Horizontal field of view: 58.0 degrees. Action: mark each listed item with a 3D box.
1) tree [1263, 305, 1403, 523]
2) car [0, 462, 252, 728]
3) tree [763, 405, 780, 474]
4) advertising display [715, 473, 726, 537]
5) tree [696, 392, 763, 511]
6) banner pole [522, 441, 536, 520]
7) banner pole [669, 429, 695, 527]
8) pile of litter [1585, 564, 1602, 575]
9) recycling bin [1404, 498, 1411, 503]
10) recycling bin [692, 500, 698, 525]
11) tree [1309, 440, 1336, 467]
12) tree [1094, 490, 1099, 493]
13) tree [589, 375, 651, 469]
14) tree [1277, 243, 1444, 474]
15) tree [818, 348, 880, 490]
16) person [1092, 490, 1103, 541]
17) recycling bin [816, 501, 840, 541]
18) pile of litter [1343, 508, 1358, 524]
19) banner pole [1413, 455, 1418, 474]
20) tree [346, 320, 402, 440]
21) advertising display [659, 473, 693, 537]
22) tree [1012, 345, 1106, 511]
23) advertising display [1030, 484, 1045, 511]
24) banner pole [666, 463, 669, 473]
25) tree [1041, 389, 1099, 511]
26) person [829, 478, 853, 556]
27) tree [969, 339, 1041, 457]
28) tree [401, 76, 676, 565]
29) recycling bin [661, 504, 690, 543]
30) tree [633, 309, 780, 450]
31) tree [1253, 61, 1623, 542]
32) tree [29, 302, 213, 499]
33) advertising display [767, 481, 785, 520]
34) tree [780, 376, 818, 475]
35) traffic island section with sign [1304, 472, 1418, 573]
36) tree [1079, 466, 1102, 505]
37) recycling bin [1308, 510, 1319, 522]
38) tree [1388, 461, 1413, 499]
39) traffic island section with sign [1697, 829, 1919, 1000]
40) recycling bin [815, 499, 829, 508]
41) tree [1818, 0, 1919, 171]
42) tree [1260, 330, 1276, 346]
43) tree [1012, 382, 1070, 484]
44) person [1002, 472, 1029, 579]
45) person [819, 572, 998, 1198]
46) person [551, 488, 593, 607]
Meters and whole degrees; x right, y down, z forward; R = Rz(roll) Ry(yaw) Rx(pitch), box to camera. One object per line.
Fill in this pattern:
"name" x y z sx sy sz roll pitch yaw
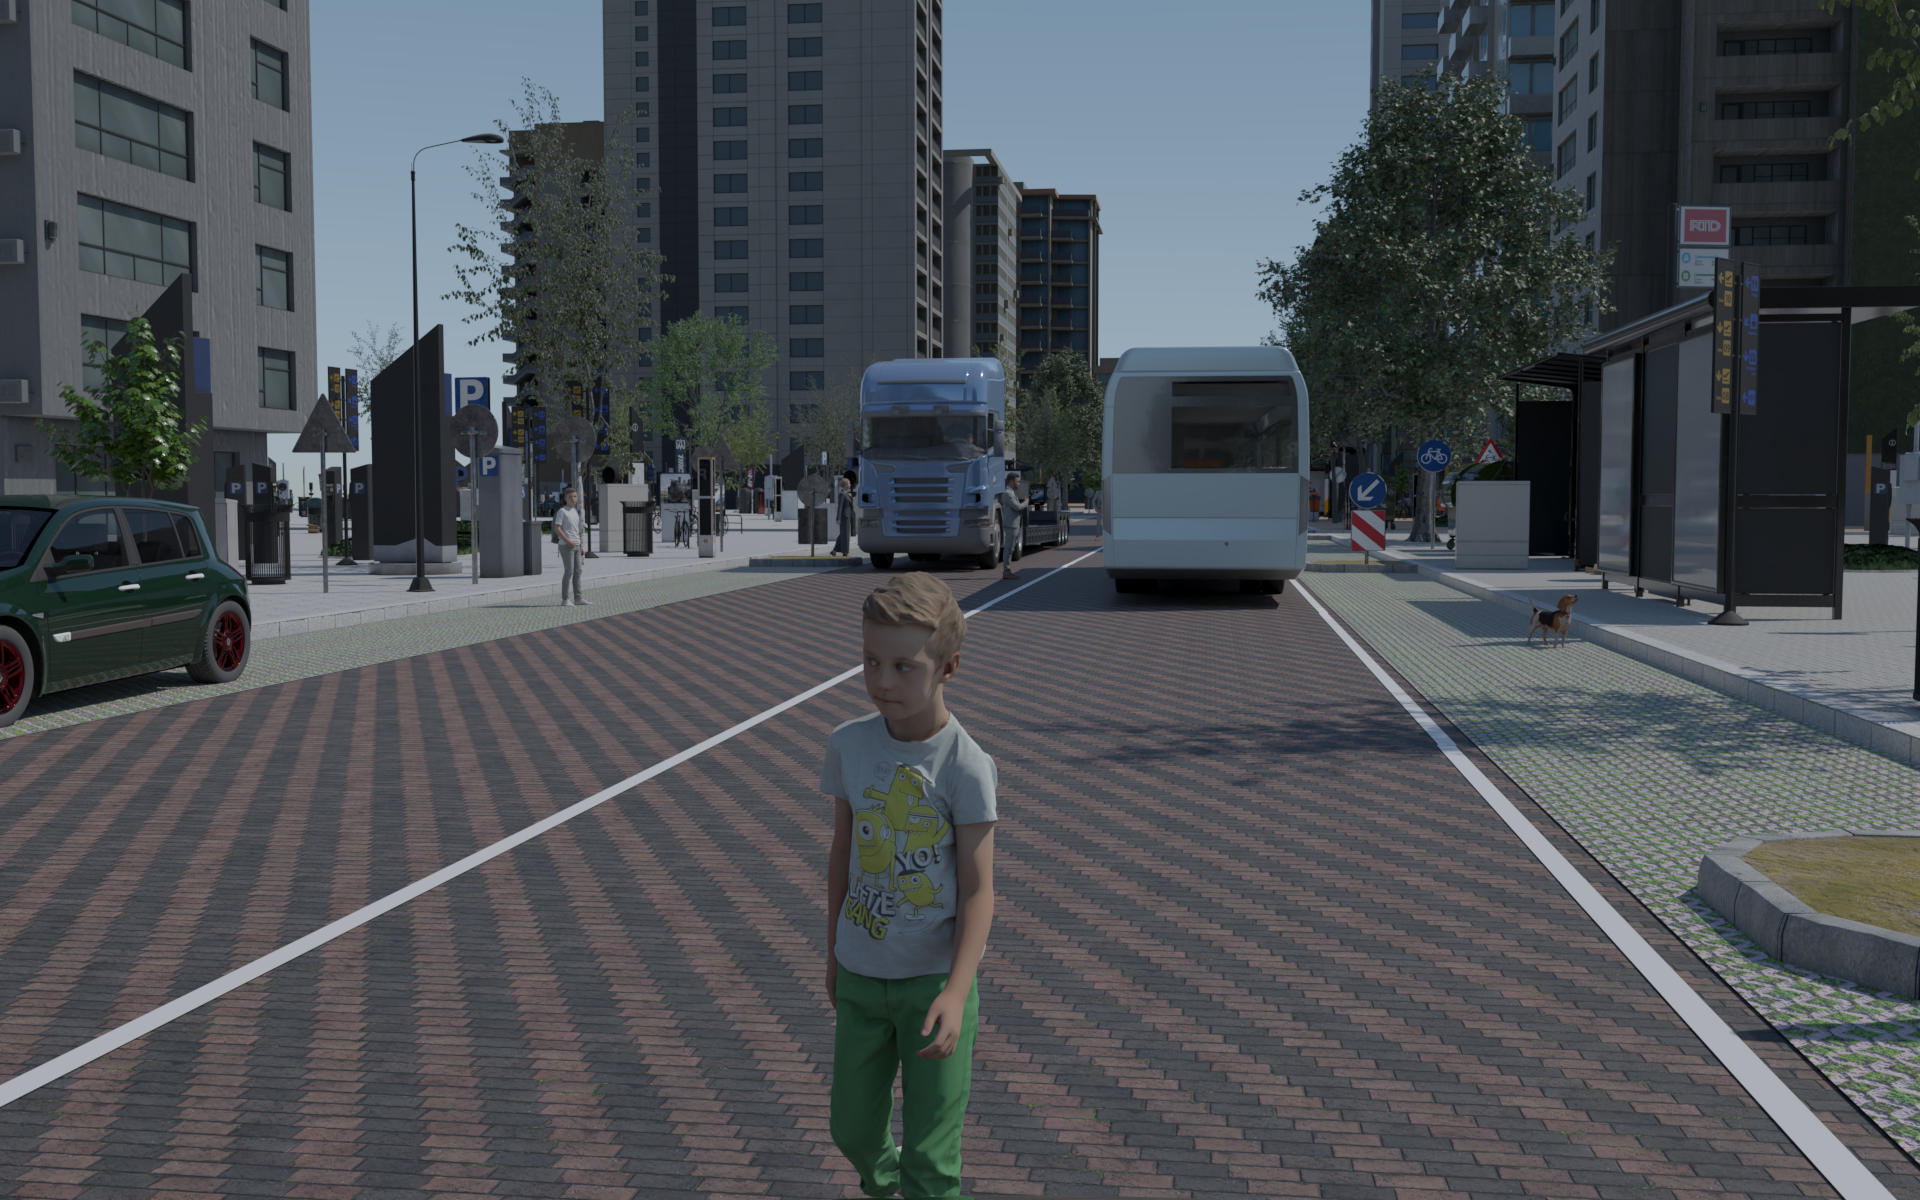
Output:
"tree" 16.615 -8.674 76.228 8.767 10.594 7.601 1 4 12
"car" -6.510 -0.123 11.797 2.009 1.686 4.222 0 4 7
"tree" -15.885 -11.143 132.557 4.737 8.622 4.395 0 3 0
"advertising display" -7.385 -2.870 52.135 0.123 1.923 0.974 2 4 27
"tree" -17.440 -10.669 124.807 4.737 8.622 4.395 0 3 0
"banner pole" -17.825 -5.027 72.216 0.401 3.779 0.863 -3 4 -39
"banner pole" -10.579 -4.683 66.578 0.863 3.779 0.401 -2 4 -33
"pile of litter" 10.637 -0.827 27.488 1.176 0.858 1.719 0 4 1
"recycling bin" 29.776 -6.343 116.257 0.722 1.027 0.722 -1 4 -12
"recycling bin" -11.407 -3.720 73.371 0.722 1.027 0.722 1 4 18
"tree" 21.085 -9.547 106.455 4.737 8.622 4.395 0 3 0
"tree" 12.863 -10.657 168.841 1.663 3.219 1.824 0 3 0
"tree" -20.725 -9.531 106.199 4.737 8.622 4.395 0 3 0
"tree" 15.919 -8.704 68.073 9.928 11.665 9.643 0 3 0
"tree" -4.868 -8.438 88.316 4.360 8.622 3.978 0 3 0
"person" 4.415 -2.742 53.433 0.635 1.810 0.391 -1 4 -15
"recycling bin" -3.417 -2.122 47.245 0.722 1.027 0.722 1 4 10
"pile of litter" 16.907 -3.664 73.868 1.176 0.858 1.719 1 4 9
"banner pole" 29.553 -7.480 112.319 0.863 3.779 0.401 -2 4 -35
"tree" -24.009 -7.529 73.463 4.360 8.622 3.978 0 3 0
"advertising display" -8.506 -2.853 51.861 0.974 1.923 0.123 0 4 -3
"tree" 8.166 -13.254 133.713 9.611 12.733 9.660 0 3 0
"advertising display" 4.791 -6.232 107.107 0.974 1.923 0.123 2 4 31
"banner pole" -23.113 -9.038 137.785 0.863 3.779 0.401 -2 4 -33
"tree" 6.886 -10.422 120.765 4.737 8.622 4.395 0 3 0
"person" -2.579 -1.776 37.958 0.534 1.772 0.576 -1 4 -15
"tree" 1.392 -8.071 82.326 4.737 8.622 4.395 0 3 0
"tree" -6.893 -4.917 30.761 4.360 8.622 3.978 0 3 0
"recycling bin" -7.592 -2.054 46.130 0.722 1.027 0.722 -1 4 -11
"tree" -14.136 -10.426 96.217 9.928 11.665 9.643 0 3 0
"tree" 12.507 -7.895 46.095 9.611 12.733 9.660 0 3 0
"tree" -8.079 -1.389 17.309 1.663 3.219 1.824 0 3 0
"advertising display" -9.264 -5.016 87.224 0.974 1.923 0.123 1 4 17
"tree" -8.415 -9.403 104.096 4.360 8.622 3.978 0 3 0
"traffic island section with sign" 7.405 -1.442 32.207 1.989 1.847 2.006 1 4 8
"tree" 12.601 -10.846 161.044 4.285 4.588 4.351 0 3 0
"recycling bin" 16.355 -4.210 81.380 0.722 1.027 0.722 -2 4 -27
"tree" 25.530 -6.437 99.848 1.663 3.219 1.824 0 3 0
"traffic island section with sign" 3.540 0.190 5.529 1.989 1.847 2.006 1 4 8
"recycling bin" -7.502 -4.946 93.417 0.722 1.027 0.722 1 4 22
"tree" 7.377 -3.729 11.328 4.737 8.622 4.395 0 3 0
"tree" 34.844 -21.190 202.344 12.611 20.169 13.585 0 3 0
"tree" 5.205 -10.046 114.613 4.360 8.622 3.978 0 3 0
"person" 0.933 -1.259 29.265 0.466 1.800 0.511 0 4 -5
"person" -0.088 0.599 2.954 0.306 1.304 0.590 0 4 2
"person" -4.939 -0.668 22.025 0.523 1.515 0.503 -1 4 -11
